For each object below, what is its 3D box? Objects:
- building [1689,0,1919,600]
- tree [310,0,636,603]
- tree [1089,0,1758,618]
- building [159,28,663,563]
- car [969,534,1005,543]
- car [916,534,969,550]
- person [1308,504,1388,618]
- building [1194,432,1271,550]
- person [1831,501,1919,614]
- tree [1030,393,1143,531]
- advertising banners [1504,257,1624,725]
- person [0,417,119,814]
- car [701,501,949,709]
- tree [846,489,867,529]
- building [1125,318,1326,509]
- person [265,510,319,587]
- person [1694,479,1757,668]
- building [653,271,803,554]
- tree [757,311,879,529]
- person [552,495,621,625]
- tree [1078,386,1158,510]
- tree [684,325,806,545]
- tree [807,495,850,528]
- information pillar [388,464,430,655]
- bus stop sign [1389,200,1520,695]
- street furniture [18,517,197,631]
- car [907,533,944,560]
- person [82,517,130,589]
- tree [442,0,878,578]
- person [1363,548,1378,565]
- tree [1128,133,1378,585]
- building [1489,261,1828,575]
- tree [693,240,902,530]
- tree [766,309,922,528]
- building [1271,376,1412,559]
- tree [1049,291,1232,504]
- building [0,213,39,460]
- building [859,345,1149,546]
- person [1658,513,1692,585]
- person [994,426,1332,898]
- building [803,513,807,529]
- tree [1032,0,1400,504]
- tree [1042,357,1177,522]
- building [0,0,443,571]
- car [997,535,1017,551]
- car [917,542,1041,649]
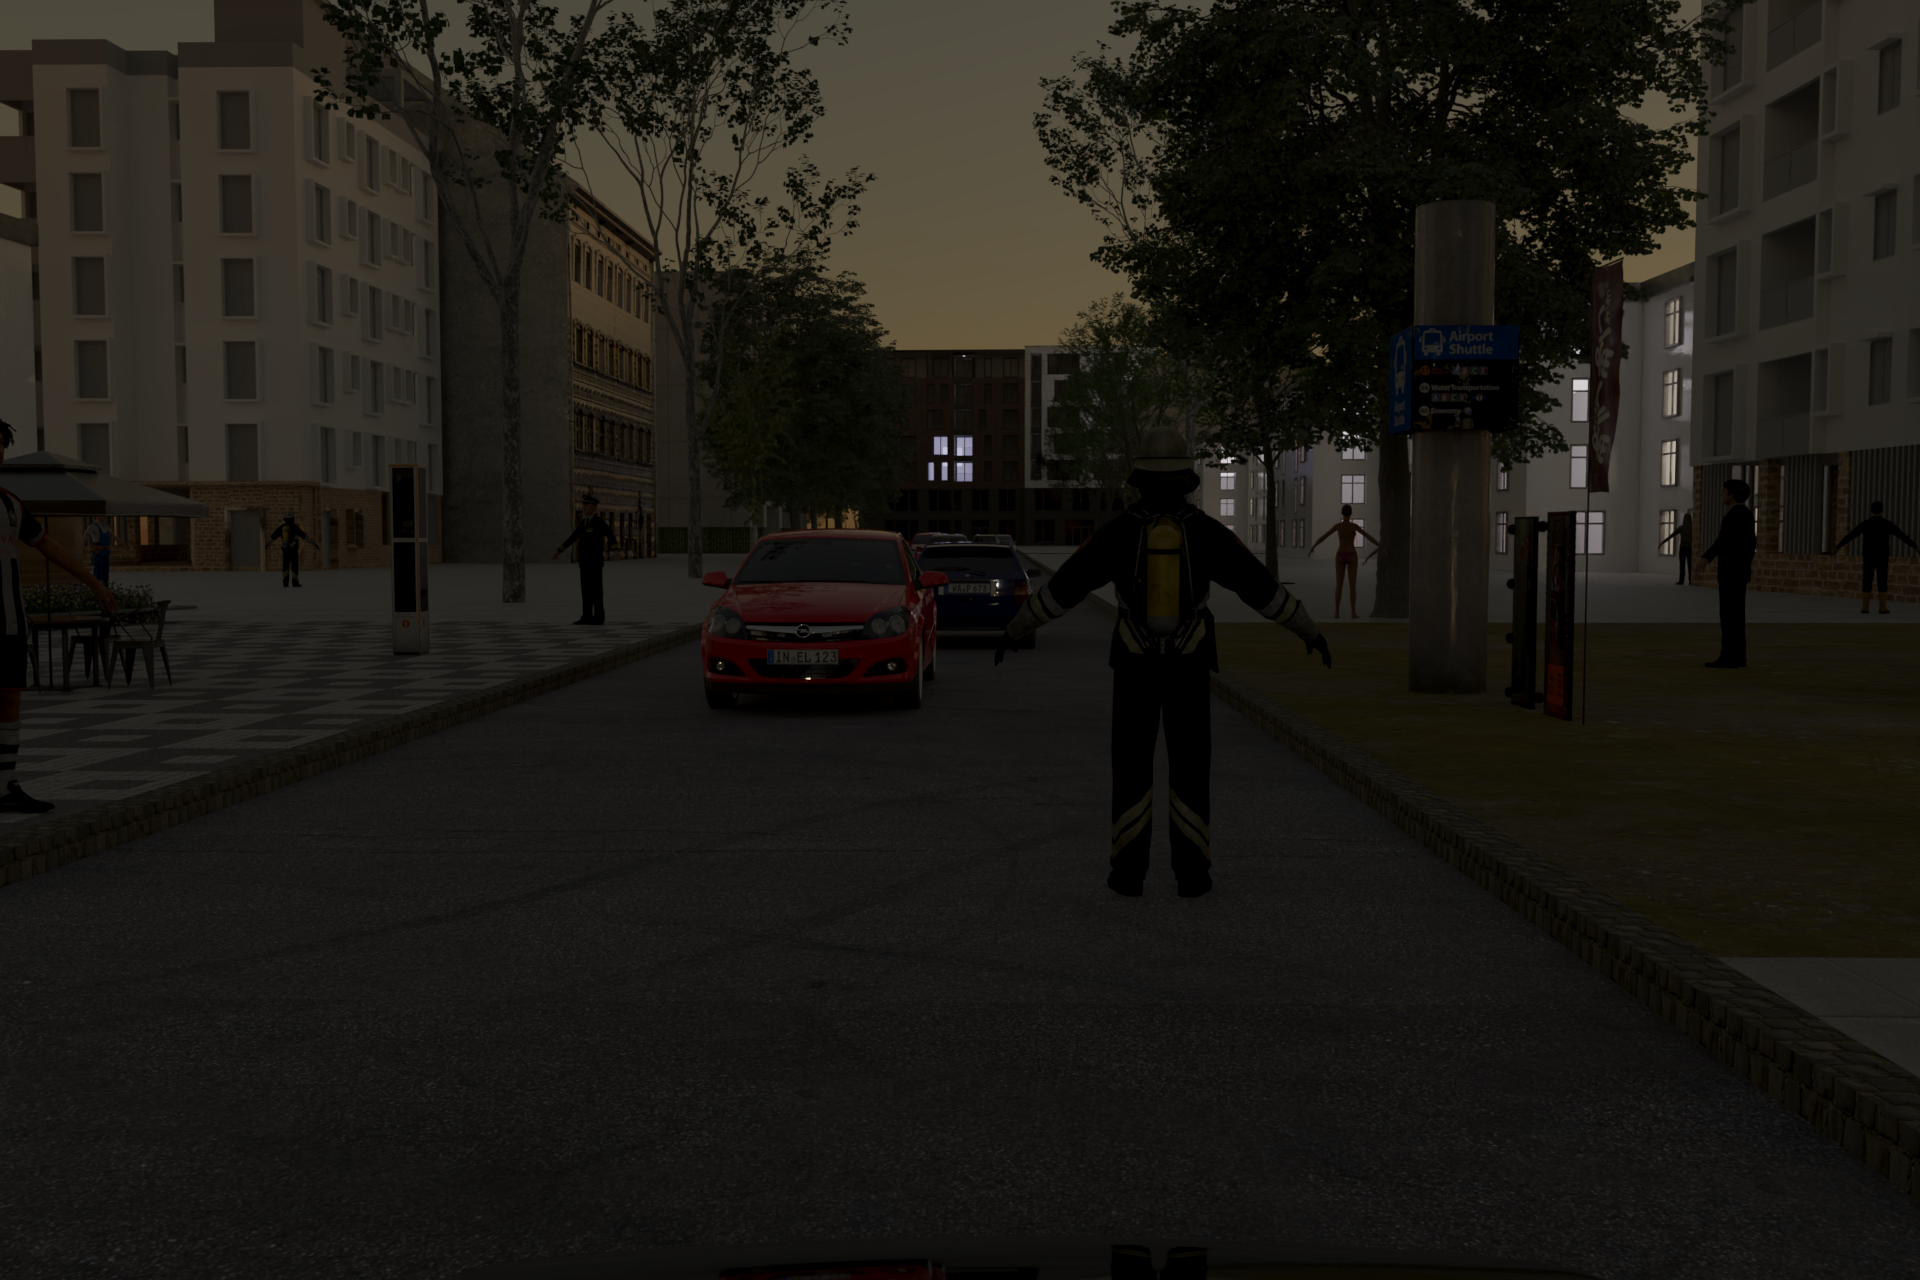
[{"bbox_3d":[22.805,-11.214,39.773,16.016,20.090,11.380,0,4,1],"label":"building"},{"bbox_3d":[-9.791,-10.788,32.272,12.611,20.169,13.585,0,3,0],"label":"tree"},{"bbox_3d":[6.636,-7.309,26.157,9.857,13.997,8.962,0,3,0],"label":"tree"},{"bbox_3d":[-25.909,-15.493,84.247,19.493,23.208,18.063,0,4,2],"label":"building"},{"bbox_3d":[1.396,-5.082,92.876,2.009,1.686,4.222,0,4,1],"label":"car"},{"bbox_3d":[-0.387,-2.818,55.853,2.009,1.686,4.222,0,4,1],"label":"car"},{"bbox_3d":[5.914,-1.202,26.450,1.217,1.733,0.721,1,4,22],"label":"person"},{"bbox_3d":[25.055,-12.526,146.945,9.099,9.664,28.070,0,4,1],"label":"building"},{"bbox_3d":[14.787,-1.334,27.956,1.346,1.812,0.704,2,4,35],"label":"person"},{"bbox_3d":[8.446,-10.716,109.611,8.767,10.594,7.601,1,4,10],"label":"tree"},{"bbox_3d":[4.183,-0.971,12.058,0.090,3.025,2.074,0,4,0],"label":"advertising banners"},{"bbox_3d":[-4.368,-0.101,7.793,0.704,1.843,1.345,1,4,16],"label":"person"},{"bbox_3d":[-1.161,-0.400,15.575,2.155,1.783,4.494,0,4,2],"label":"car"},{"bbox_3d":[-6.761,-9.749,109.751,4.737,8.622,4.395,0,3,0],"label":"tree"},{"bbox_3d":[26.533,-20.909,172.798,19.493,23.208,18.063,0,4,1],"label":"building"},{"bbox_3d":[-16.193,-2.210,41.905,1.354,1.856,0.705,0,4,5],"label":"person"},{"bbox_3d":[7.414,-0.641,16.666,0.705,1.806,1.347,3,5,42],"label":"person"},{"bbox_3d":[-22.204,-16.273,132.522,16.747,18.905,31.486,0,4,1],"label":"building"},{"bbox_3d":[-7.803,-10.347,87.305,7.486,12.596,7.792,0,3,0],"label":"tree"},{"bbox_3d":[-5.237,-1.134,24.482,1.347,1.837,0.705,2,4,35],"label":"person"},{"bbox_3d":[8.414,-8.243,85.128,4.360,8.622,3.978,0,3,0],"label":"tree"},{"bbox_3d":[-7.367,-6.728,60.360,4.737,8.622,4.395,0,3,0],"label":"tree"},{"bbox_3d":[-15.203,-17.392,202.488,7.486,12.596,7.792,0,3,0],"label":"tree"},{"bbox_3d":[-5.847,-0.851,18.402,0.304,2.012,0.304,0,4,3],"label":"information pillar"},{"bbox_3d":[3.980,-1.530,14.033,0.837,3.901,0.837,0,4,2],"label":"bus stop sign"},{"bbox_3d":[-15.280,-0.928,22.025,11.010,1.723,9.812,1,4,16],"label":"street furniture"},{"bbox_3d":[-1.207,-3.794,71.077,2.155,1.783,4.494,0,4,2],"label":"car"},{"bbox_3d":[-18.183,-1.887,36.708,0.705,1.847,1.347,1,4,16],"label":"person"},{"bbox_3d":[-8.571,-11.801,48.831,12.611,20.169,13.585,0,3,0],"label":"tree"},{"bbox_3d":[7.101,-1.168,28.356,0.991,1.433,0.599,1,4,9],"label":"person"},{"bbox_3d":[7.868,-7.243,44.172,9.928,11.665,9.643,0,3,0],"label":"tree"},{"bbox_3d":[23.458,-7.085,57.985,9.099,9.664,28.070,0,4,1],"label":"building"},{"bbox_3d":[-7.147,-10.250,74.237,9.857,13.997,8.962,0,3,0],"label":"tree"},{"bbox_3d":[-6.984,-11.677,97.572,9.857,13.997,8.962,0,3,0],"label":"tree"},{"bbox_3d":[22.274,-8.893,87.549,9.099,9.664,28.070,0,4,1],"label":"building"},{"bbox_3d":[7.604,-9.015,73.147,9.928,11.665,9.643,0,3,0],"label":"tree"},{"bbox_3d":[-26.110,-5.569,33.196,9.099,9.664,28.070,0,4,1],"label":"building"},{"bbox_3d":[5.686,-21.661,200.581,32.646,21.610,27.936,0,4,4],"label":"building"},{"bbox_3d":[18.363,-2.303,43.788,1.348,1.813,0.705,0,4,4],"label":"person"},{"bbox_3d":[0.805,0.081,6.914,1.354,1.856,0.705,0,4,6],"label":"person"},{"bbox_3d":[-25.010,-18.348,166.452,16.747,18.905,31.486,0,4,2],"label":"building"},{"bbox_3d":[9.260,-12.457,59.563,12.611,20.169,13.585,0,3,0],"label":"tree"},{"bbox_3d":[8.616,-10.607,99.178,9.928,11.665,9.643,0,3,0],"label":"tree"},{"bbox_3d":[-27.383,-12.531,61.296,16.016,20.090,11.380,0,4,0],"label":"building"},{"bbox_3d":[2.285,-5.348,99.444,2.014,1.417,4.499,0,4,0],"label":"car"},{"bbox_3d":[0.121,-0.636,22.986,1.945,1.354,3.894,0,4,1],"label":"car"}]
